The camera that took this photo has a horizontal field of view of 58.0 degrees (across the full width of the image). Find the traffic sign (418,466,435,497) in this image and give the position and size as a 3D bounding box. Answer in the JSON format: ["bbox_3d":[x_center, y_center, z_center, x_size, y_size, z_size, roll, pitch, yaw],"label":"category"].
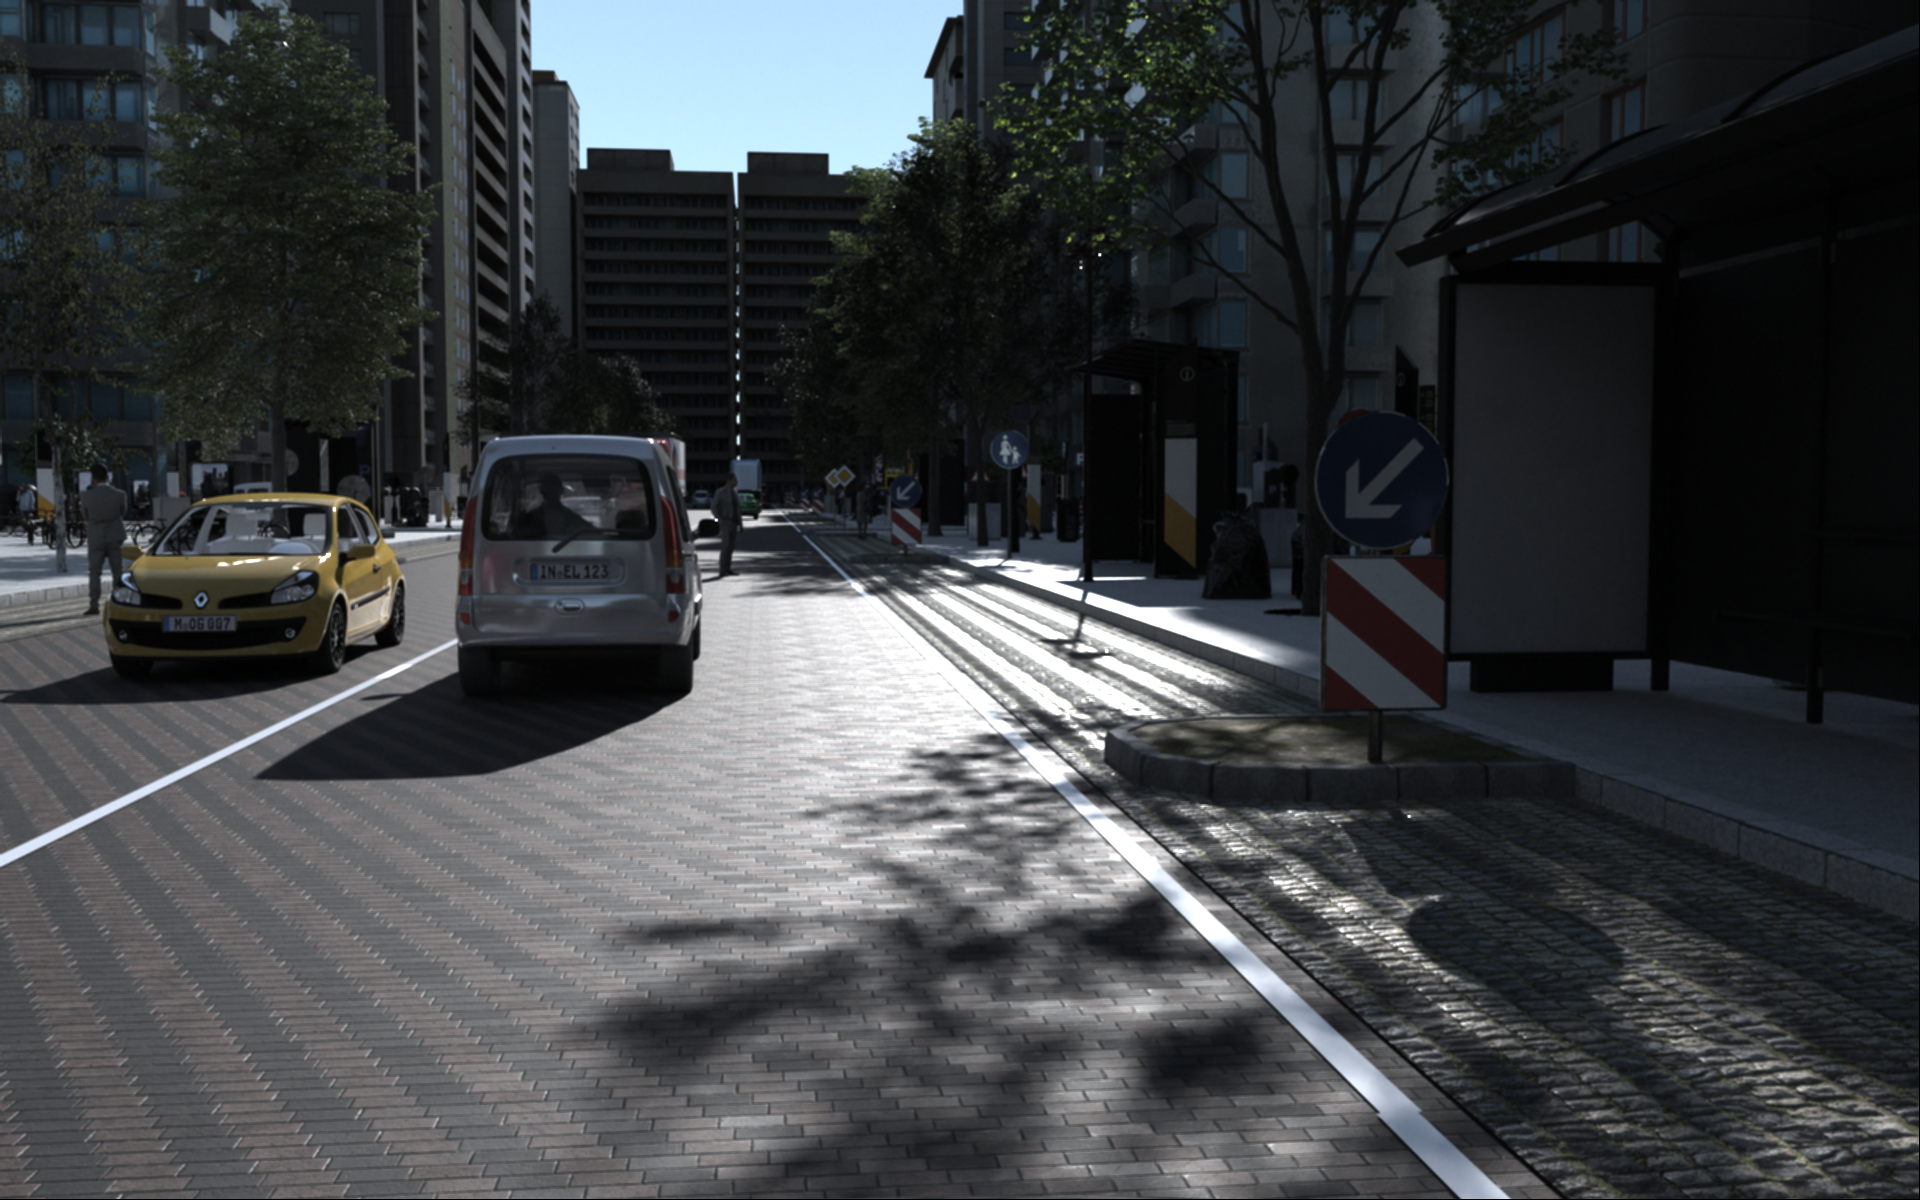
[{"bbox_3d":[-24.423,-4.842,79.269,0.768,2.556,0.104,0,4,2],"label":"traffic sign"}]

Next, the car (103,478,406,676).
[{"bbox_3d":[-5.972,-0.289,14.948,2.015,1.641,3.980,0,4,-7],"label":"car"}]

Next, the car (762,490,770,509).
[{"bbox_3d":[-19.258,-9.591,165.480,2.281,1.827,5.304,0,4,-6],"label":"car"}]

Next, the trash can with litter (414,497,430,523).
[{"bbox_3d":[-23.746,-3.983,76.514,0.624,1.170,1.055,-1,4,-13],"label":"trash can with litter"}]

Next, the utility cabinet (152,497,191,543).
[{"bbox_3d":[-17.568,-1.693,38.849,0.306,1.237,1.020,2,4,26],"label":"utility cabinet"}]

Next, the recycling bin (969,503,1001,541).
[{"bbox_3d":[0.682,-2.168,48.000,0.722,1.027,0.722,-1,4,-19],"label":"recycling bin"}]

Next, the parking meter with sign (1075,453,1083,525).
[{"bbox_3d":[5.374,-4.729,73.573,0.543,3.016,1.738,1,4,19],"label":"parking meter with sign"}]

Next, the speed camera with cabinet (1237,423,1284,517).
[{"bbox_3d":[7.967,-3.274,47.867,2.038,3.252,0.660,-2,4,-26],"label":"speed camera with cabinet"}]

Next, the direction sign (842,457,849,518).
[{"bbox_3d":[-6.283,-6.280,94.673,0.379,3.537,0.876,0,4,2],"label":"direction sign"}]

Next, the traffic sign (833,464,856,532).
[{"bbox_3d":[-3.905,-3.358,58.547,0.795,2.450,0.064,0,4,-7],"label":"traffic sign"}]

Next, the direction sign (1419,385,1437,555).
[{"bbox_3d":[9.919,-2.688,35.947,0.876,3.537,0.379,3,5,40],"label":"direction sign"}]

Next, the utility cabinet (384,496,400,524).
[{"bbox_3d":[-24.216,-3.832,73.817,0.306,1.237,1.020,0,4,4],"label":"utility cabinet"}]

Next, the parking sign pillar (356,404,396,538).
[{"bbox_3d":[-17.211,-3.788,50.403,1.447,3.967,1.447,-1,4,-10],"label":"parking sign pillar"}]

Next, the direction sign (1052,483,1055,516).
[{"bbox_3d":[5.417,-6.724,101.935,0.876,3.537,0.379,0,4,6],"label":"direction sign"}]

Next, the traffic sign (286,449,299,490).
[{"bbox_3d":[-18.996,-2.976,48.765,0.768,2.556,0.104,0,4,1],"label":"traffic sign"}]

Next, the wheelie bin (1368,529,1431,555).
[{"bbox_3d":[7.079,-1.254,28.418,0.980,1.594,0.693,0,4,-5],"label":"wheelie bin"}]

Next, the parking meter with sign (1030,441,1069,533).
[{"bbox_3d":[2.673,-3.728,57.220,1.738,3.016,0.543,-1,4,-10],"label":"parking meter with sign"}]

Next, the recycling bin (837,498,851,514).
[{"bbox_3d":[-7.676,-6.247,114.686,0.722,1.027,0.722,3,5,44],"label":"recycling bin"}]

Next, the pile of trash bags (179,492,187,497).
[{"bbox_3d":[-29.327,-3.556,67.888,1.912,1.369,3.447,2,4,31],"label":"pile of trash bags"}]

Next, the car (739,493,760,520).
[{"bbox_3d":[-12.313,-5.458,98.036,1.959,1.807,4.718,0,4,-6],"label":"car"}]

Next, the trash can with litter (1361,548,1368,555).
[{"bbox_3d":[7.554,-1.186,30.785,1.055,1.170,0.624,-2,4,-26],"label":"trash can with litter"}]

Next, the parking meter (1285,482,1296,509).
[{"bbox_3d":[10.858,-3.135,56.969,0.255,1.863,0.399,-1,4,-12],"label":"parking meter"}]

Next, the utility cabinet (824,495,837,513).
[{"bbox_3d":[-8.636,-6.463,116.838,1.020,1.237,0.306,0,4,8],"label":"utility cabinet"}]

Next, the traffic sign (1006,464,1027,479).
[{"bbox_3d":[2.021,-3.669,59.999,0.884,2.594,0.081,0,4,3],"label":"traffic sign"}]

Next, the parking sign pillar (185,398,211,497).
[{"bbox_3d":[-21.168,-3.651,48.170,1.447,3.967,1.447,-1,4,-13],"label":"parking sign pillar"}]

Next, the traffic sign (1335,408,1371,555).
[{"bbox_3d":[5.947,-1.573,25.826,0.768,2.556,0.104,0,4,-2],"label":"traffic sign"}]

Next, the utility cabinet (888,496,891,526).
[{"bbox_3d":[-2.691,-3.610,70.187,0.306,1.237,1.020,-1,4,-13],"label":"utility cabinet"}]

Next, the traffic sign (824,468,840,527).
[{"bbox_3d":[-4.817,-3.843,66.480,0.795,2.450,0.064,0,4,-7],"label":"traffic sign"}]

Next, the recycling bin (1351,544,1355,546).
[{"bbox_3d":[10.067,-1.881,43.303,0.722,1.027,0.722,-1,4,-14],"label":"recycling bin"}]

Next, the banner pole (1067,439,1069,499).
[{"bbox_3d":[4.930,-5.434,78.870,0.401,3.779,0.863,1,4,8],"label":"banner pole"}]

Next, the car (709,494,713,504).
[{"bbox_3d":[-30.027,-12.377,211.946,1.945,1.707,3.694,0,4,-8],"label":"car"}]

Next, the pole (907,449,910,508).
[{"bbox_3d":[-2.339,-5.141,77.897,0.158,3.312,0.155,0,3,0],"label":"pole"}]

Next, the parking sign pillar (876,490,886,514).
[{"bbox_3d":[-5.038,-7.674,113.935,1.447,3.967,1.447,1,4,20],"label":"parking sign pillar"}]

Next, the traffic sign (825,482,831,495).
[{"bbox_3d":[-10.413,-8.496,139.019,0.768,2.556,0.104,0,4,-6],"label":"traffic sign"}]

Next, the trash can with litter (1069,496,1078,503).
[{"bbox_3d":[6.547,-5.584,102.683,0.624,1.170,1.055,-2,4,-25],"label":"trash can with litter"}]

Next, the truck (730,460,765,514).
[{"bbox_3d":[-16.151,-8.557,129.659,2.967,4.110,18.799,0,4,-6],"label":"truck"}]

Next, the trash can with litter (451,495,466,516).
[{"bbox_3d":[-29.597,-5.527,101.422,2.233,1.210,1.678,-3,5,-40],"label":"trash can with litter"}]

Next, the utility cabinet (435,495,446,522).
[{"bbox_3d":[-23.896,-4.189,79.658,0.306,1.237,1.020,0,4,-6],"label":"utility cabinet"}]

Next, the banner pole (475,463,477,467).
[{"bbox_3d":[-38.241,-9.034,137.729,0.401,3.779,0.863,3,5,40],"label":"banner pole"}]

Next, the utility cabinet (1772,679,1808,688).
[{"bbox_3d":[6.005,-0.165,11.370,1.173,1.500,0.318,0,4,2],"label":"utility cabinet"}]

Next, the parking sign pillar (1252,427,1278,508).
[{"bbox_3d":[12.242,-4.955,69.482,1.447,3.967,1.447,-1,4,-20],"label":"parking sign pillar"}]

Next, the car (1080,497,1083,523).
[{"bbox_3d":[6.977,-3.391,64.113,5.304,1.827,2.281,0,4,-5],"label":"car"}]

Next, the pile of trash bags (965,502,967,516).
[{"bbox_3d":[-0.597,-5.761,103.948,1.912,1.369,3.447,-1,4,-8],"label":"pile of trash bags"}]

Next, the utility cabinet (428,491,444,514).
[{"bbox_3d":[-32.511,-6.058,107.719,0.318,1.500,1.173,2,4,28],"label":"utility cabinet"}]

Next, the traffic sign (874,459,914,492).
[{"bbox_3d":[-3.734,-6.351,97.717,2.265,3.308,0.079,0,4,-1],"label":"traffic sign"}]

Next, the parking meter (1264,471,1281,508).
[{"bbox_3d":[7.947,-2.348,44.106,0.399,1.863,0.255,0,3,0],"label":"parking meter"}]

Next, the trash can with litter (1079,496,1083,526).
[{"bbox_3d":[4.798,-3.564,69.322,1.678,1.210,2.233,-2,4,-34],"label":"trash can with litter"}]

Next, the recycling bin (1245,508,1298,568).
[{"bbox_3d":[5.440,-1.087,30.323,0.722,1.027,0.722,-1,4,-14],"label":"recycling bin"}]

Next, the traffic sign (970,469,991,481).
[{"bbox_3d":[0.855,-4.458,72.890,0.884,2.594,0.081,0,4,0],"label":"traffic sign"}]

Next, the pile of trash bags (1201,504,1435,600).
[{"bbox_3d":[4.615,-0.708,21.328,3.447,1.369,1.912,2,4,25],"label":"pile of trash bags"}]

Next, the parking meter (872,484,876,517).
[{"bbox_3d":[-4.869,-5.590,97.101,0.255,1.863,0.399,-1,4,-17],"label":"parking meter"}]

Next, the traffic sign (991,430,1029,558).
[{"bbox_3d":[0.992,-2.107,34.554,0.768,2.556,0.104,0,4,0],"label":"traffic sign"}]

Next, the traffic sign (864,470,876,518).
[{"bbox_3d":[-4.713,-5.649,92.472,0.768,2.556,0.104,0,4,3],"label":"traffic sign"}]

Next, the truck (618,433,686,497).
[{"bbox_3d":[-14.522,-5.648,81.266,2.839,4.237,11.283,0,4,-5],"label":"truck"}]

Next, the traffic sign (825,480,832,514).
[{"bbox_3d":[-8.419,-6.920,113.247,0.768,2.556,0.104,0,4,-1],"label":"traffic sign"}]
